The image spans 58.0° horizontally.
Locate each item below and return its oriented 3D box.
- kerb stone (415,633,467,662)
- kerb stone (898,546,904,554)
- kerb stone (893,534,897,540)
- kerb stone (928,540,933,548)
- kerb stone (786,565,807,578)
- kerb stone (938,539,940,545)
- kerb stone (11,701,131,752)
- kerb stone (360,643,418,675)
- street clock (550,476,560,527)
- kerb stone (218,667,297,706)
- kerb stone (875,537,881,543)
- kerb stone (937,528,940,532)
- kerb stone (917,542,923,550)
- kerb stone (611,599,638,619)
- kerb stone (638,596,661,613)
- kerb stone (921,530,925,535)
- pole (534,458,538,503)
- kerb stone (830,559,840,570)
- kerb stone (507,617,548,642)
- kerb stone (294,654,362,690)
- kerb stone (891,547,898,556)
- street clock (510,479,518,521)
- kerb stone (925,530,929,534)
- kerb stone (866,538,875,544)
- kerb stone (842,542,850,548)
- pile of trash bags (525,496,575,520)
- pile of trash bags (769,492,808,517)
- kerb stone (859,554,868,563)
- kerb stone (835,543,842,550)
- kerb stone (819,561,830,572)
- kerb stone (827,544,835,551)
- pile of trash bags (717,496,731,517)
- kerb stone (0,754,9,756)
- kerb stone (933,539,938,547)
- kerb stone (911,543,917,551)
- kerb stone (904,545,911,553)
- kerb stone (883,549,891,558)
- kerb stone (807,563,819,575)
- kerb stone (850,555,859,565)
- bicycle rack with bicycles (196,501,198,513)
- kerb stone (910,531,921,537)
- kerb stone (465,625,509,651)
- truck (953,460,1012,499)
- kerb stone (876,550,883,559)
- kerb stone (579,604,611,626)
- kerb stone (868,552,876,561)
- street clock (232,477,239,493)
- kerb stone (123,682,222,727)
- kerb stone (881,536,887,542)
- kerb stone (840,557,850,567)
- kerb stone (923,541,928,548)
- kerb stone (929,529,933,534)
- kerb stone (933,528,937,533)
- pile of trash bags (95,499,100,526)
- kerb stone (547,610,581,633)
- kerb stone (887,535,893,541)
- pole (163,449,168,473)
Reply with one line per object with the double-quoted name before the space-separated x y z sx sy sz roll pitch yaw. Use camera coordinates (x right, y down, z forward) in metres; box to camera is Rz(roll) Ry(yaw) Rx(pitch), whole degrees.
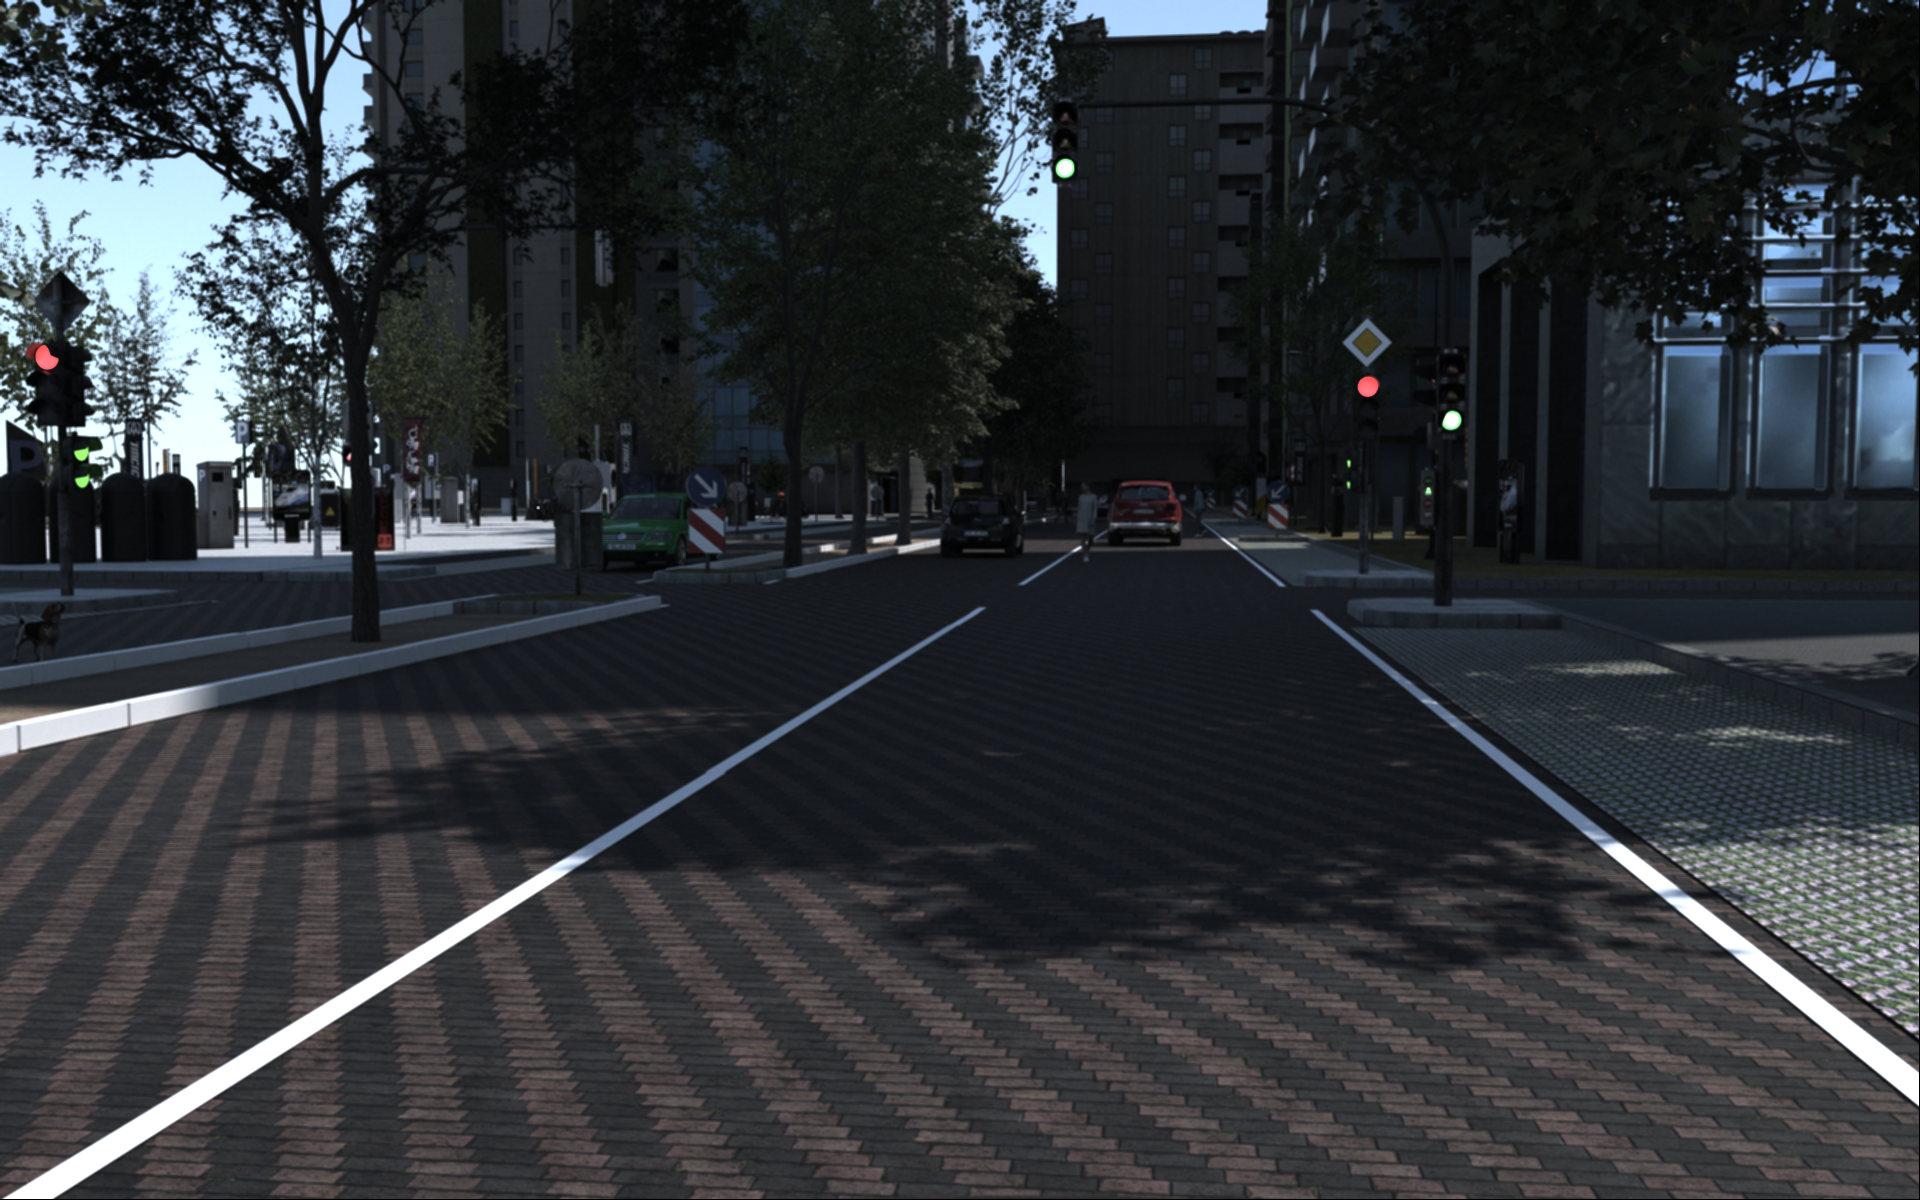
"kerb stone" -4.615 0.427 15.216 0.120 0.150 1.000 0 4 7
"kerb stone" -1.515 -1.163 41.215 0.120 0.150 1.000 0 4 7
"kerb stone" -2.149 -1.922 53.653 0.120 0.150 1.000 0 4 7
"kerb stone" -0.909 -1.474 46.294 0.120 0.150 1.000 0 4 7
"kerb stone" -2.848 -0.477 30.001 0.120 0.150 1.000 0 4 7
"kerb stone" -0.664 -1.598 48.329 0.120 0.150 1.000 0 4 7
"kerb stone" -5.221 0.738 10.129 0.120 0.150 1.000 0 4 7
"kerb stone" -4.734 0.494 14.191 0.120 0.150 1.000 0 4 7
"street clock" -15.719 -3.850 67.526 0.358 2.002 0.471 2 4 32
"kerb stone" -4.979 0.614 12.158 0.120 0.150 1.000 0 4 7
"kerb stone" -2.510 -1.738 50.607 0.120 0.150 1.000 0 4 7
"kerb stone" -0.935 -2.544 63.840 0.120 0.150 1.000 0 4 7
"kerb stone" -1.151 -1.350 44.264 0.120 0.150 1.000 0 4 7
"kerb stone" -4.011 0.118 20.296 0.120 0.150 1.000 0 4 7
"kerb stone" -3.881 0.054 21.310 0.120 0.150 1.000 0 4 7
"kerb stone" -1.422 -2.295 59.760 0.120 0.150 1.000 0 4 7
"pole" -24.263 -6.436 99.074 0.158 3.312 0.155 0 3 0
"kerb stone" -2.493 -0.664 33.059 0.120 0.150 1.000 0 4 7
"kerb stone" -4.369 0.303 17.245 0.120 0.150 1.000 0 4 7
"kerb stone" -4.857 0.552 13.176 0.120 0.150 1.000 0 4 7
"kerb stone" -1.638 -1.101 40.197 0.120 0.150 1.000 0 4 7
"street clock" -20.999 -4.709 81.564 0.358 2.002 0.471 -2 4 -29
"kerb stone" -1.300 -2.352 60.782 0.120 0.150 1.000 0 4 7
"kerb stone" -2.637 -1.676 49.592 0.120 0.150 1.000 0 4 7
"kerb stone" -3.115 -1.427 45.523 0.120 0.150 1.000 0 4 7
"pile of trash bags" -19.841 -4.629 85.435 1.912 1.369 3.447 1 4 21
"pile of trash bags" -9.704 -5.316 96.666 1.912 1.369 3.447 -1 4 -20
"kerb stone" -2.123 -0.851 36.116 0.120 0.150 1.000 0 4 7
"kerb stone" -3.239 -1.362 44.507 0.120 0.150 1.000 0 4 7
"kerb stone" -2.600 -0.600 32.039 0.120 0.150 1.000 0 4 7
"kerb stone" -3.354 -1.302 43.491 0.120 0.150 1.000 0 4 7
"pile of trash bags" -13.470 -5.304 96.480 1.912 1.369 3.447 0 4 -1
"kerb stone" -5.342 0.800 9.108 0.120 0.150 1.000 0 4 7
"kerb stone" -0.784 -1.532 47.313 0.120 0.150 1.000 0 4 7
"kerb stone" -1.269 -1.288 43.249 0.120 0.150 1.000 0 4 7
"kerb stone" -1.393 -1.224 42.230 0.120 0.150 1.000 0 4 7
"kerb stone" -1.750 -1.039 39.181 0.120 0.150 1.000 0 4 7
"kerb stone" -2.734 -0.539 31.018 0.120 0.150 1.000 0 4 7
"kerb stone" -2.241 -0.789 35.101 0.120 0.150 1.000 0 4 7
"bicycle rack with bicycles" -37.835 -4.452 86.173 2.852 0.926 2.925 -3 4 -36
"kerb stone" -1.543 -2.233 58.731 0.120 0.150 1.000 0 4 7
"kerb stone" -4.498 0.365 16.232 0.120 0.150 1.000 0 4 7
"truck" 1.242 -6.331 99.432 3.469 3.379 9.791 0 4 8
"kerb stone" -1.882 -0.971 38.162 0.120 0.150 1.000 0 4 7
"kerb stone" -4.131 0.179 19.275 0.120 0.150 1.000 0 4 7
"kerb stone" -1.999 -0.905 37.145 0.120 0.150 1.000 0 4 7
"street clock" -31.528 -4.325 75.291 0.471 2.002 0.358 3 5 43
"kerb stone" -5.097 0.676 11.143 0.120 0.150 1.000 0 4 7
"kerb stone" -2.390 -1.796 51.623 0.120 0.150 1.000 0 4 7
"kerb stone" -2.366 -0.727 34.086 0.120 0.150 1.000 0 4 7
"kerb stone" -1.038 -1.412 45.280 0.120 0.150 1.000 0 4 7
"kerb stone" -1.173 -2.422 61.796 0.120 0.150 1.000 0 4 7
"kerb stone" -1.064 -2.484 62.812 0.120 0.150 1.000 0 4 7
"pile of trash bags" -35.356 -3.653 69.476 1.912 1.369 3.447 1 4 21
"kerb stone" -4.254 0.241 18.261 0.120 0.150 1.000 0 4 7
"kerb stone" -2.266 -1.862 52.637 0.120 0.150 1.000 0 4 7
"pole" -35.928 -5.170 78.379 0.158 3.312 0.155 0 3 0
